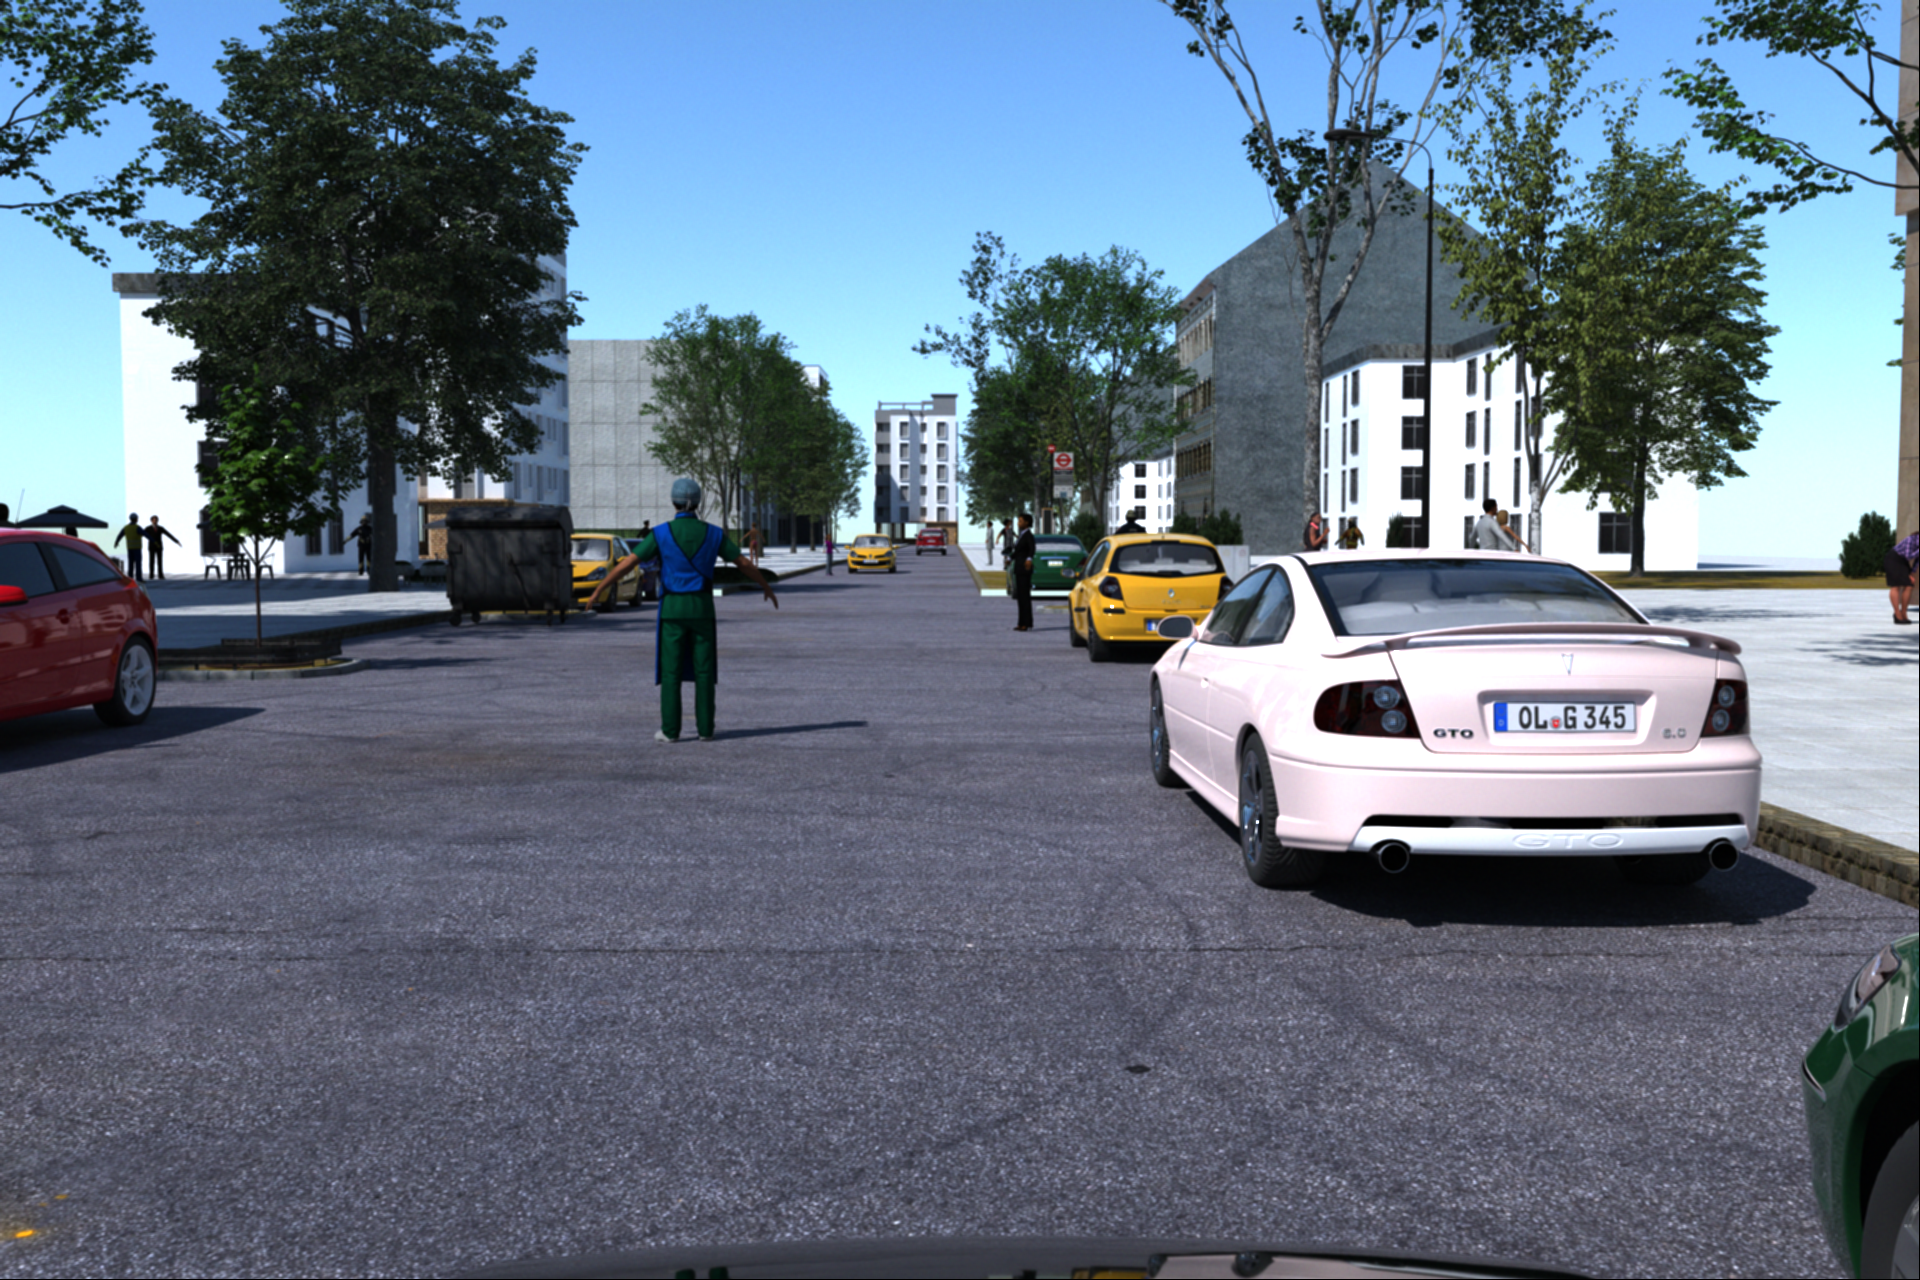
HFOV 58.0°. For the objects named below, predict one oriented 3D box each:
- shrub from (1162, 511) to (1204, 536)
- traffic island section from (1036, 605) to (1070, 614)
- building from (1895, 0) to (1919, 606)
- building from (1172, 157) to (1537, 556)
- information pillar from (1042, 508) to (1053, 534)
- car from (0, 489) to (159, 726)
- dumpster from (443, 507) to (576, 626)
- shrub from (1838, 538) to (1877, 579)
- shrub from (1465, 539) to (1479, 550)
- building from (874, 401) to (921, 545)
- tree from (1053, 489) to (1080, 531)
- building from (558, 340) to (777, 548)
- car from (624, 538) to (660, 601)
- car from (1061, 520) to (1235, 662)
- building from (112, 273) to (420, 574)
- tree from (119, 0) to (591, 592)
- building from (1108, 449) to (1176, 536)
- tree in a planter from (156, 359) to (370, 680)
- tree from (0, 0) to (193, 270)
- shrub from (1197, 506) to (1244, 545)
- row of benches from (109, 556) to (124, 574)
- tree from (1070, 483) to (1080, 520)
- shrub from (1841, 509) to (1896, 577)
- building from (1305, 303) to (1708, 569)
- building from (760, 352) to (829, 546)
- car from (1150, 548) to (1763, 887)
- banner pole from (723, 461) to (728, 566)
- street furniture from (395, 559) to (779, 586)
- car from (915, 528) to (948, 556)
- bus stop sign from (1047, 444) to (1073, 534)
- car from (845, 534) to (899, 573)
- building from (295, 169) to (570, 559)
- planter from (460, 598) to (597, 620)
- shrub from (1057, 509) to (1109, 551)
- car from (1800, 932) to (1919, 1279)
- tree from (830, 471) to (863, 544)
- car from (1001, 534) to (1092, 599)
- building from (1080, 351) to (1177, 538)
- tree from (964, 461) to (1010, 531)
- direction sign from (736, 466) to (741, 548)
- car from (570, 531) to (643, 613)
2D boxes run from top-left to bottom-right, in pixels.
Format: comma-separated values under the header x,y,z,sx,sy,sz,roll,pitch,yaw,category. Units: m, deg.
x,y,z,sx,sy,sz,roll,pitch,yaw,category
7.079,-3.088,54.904,1.690,2.028,1.600,0,3,0,shrub
2.416,-0.560,32.021,1.991,0.108,1.994,0,3,0,traffic island section
26.837,-14.963,10.871,22.709,31.103,35.509,0,4,-1,building
24.125,-17.104,110.571,19.493,23.208,18.063,0,3,0,building
2.508,-2.772,49.809,0.304,2.012,0.304,0,4,-1,information pillar
-7.033,-0.152,11.524,2.155,1.783,4.494,0,4,-1,car
-7.094,-1.169,27.332,1.865,1.857,1.264,0,4,-1,dumpster
25.448,-2.325,49.131,1.383,1.207,1.383,0,3,0,shrub
14.036,-2.215,47.334,1.383,1.207,1.383,0,3,0,shrub
-11.398,-23.138,237.186,11.380,20.090,16.016,0,4,-1,building
13.958,-17.206,231.678,4.737,8.622,4.395,0,3,0,tree
-28.358,-18.772,173.383,16.747,18.905,31.486,0,3,0,building
-7.327,-1.572,38.281,1.945,1.354,3.894,0,4,0,car
2.268,-0.648,20.822,2.015,1.641,3.980,0,4,-1,car
-26.639,-7.810,69.834,9.099,9.664,28.070,0,4,-1,building
-12.963,-8.045,38.190,9.857,13.997,8.962,0,3,0,tree
21.488,-14.782,183.830,9.099,9.664,28.070,0,4,-1,building
-7.281,-1.264,17.896,1.991,3.239,1.994,0,4,-1,tree in a planter
-13.213,-5.788,20.387,9.928,11.665,9.643,0,3,0,tree
7.474,-2.773,49.374,1.661,2.075,1.752,0,3,0,shrub
-25.027,-1.958,47.472,4.104,0.672,1.422,-1,4,-15,row of benches
17.426,-17.619,238.435,4.360,8.622,3.978,0,3,0,tree
27.443,-2.917,52.116,1.690,2.028,1.600,0,3,0,shrub
22.559,-8.238,76.845,9.099,9.664,28.070,0,3,0,building
-30.951,-22.240,207.597,27.936,21.610,32.646,0,4,0,building
2.073,0.240,8.437,2.083,1.381,4.827,0,4,-1,car
-8.089,-4.276,59.935,0.401,3.779,0.863,0,4,1,banner pole
-9.954,-1.755,44.322,10.072,0.657,5.734,1,4,14,street furniture
-1.941,-6.638,117.208,2.281,1.827,5.304,0,4,-1,car
2.945,-3.848,51.621,0.855,3.939,0.416,0,4,-1,bus stop sign
-3.237,-3.299,64.169,2.015,1.641,3.980,0,4,-1,car
-28.264,-14.321,90.568,16.016,20.090,11.380,0,4,0,building
-7.358,-0.534,29.875,1.991,0.319,1.994,0,4,-1,planter
3.959,-3.121,55.075,1.661,2.075,1.752,0,3,0,shrub
2.288,0.667,0.886,2.131,1.459,4.920,0,4,-1,car
-16.348,-18.104,230.415,7.601,10.594,8.767,0,4,2,tree
2.021,-1.688,39.399,2.131,1.459,4.920,0,4,-1,car
24.542,-23.196,210.179,19.493,23.208,18.063,0,4,0,building
4.298,-19.410,235.485,7.486,12.596,7.792,0,3,0,tree
-7.473,-4.066,58.474,0.379,3.537,0.876,0,4,-1,direction sign
-7.156,-1.383,32.829,2.015,1.641,3.980,0,4,0,car
